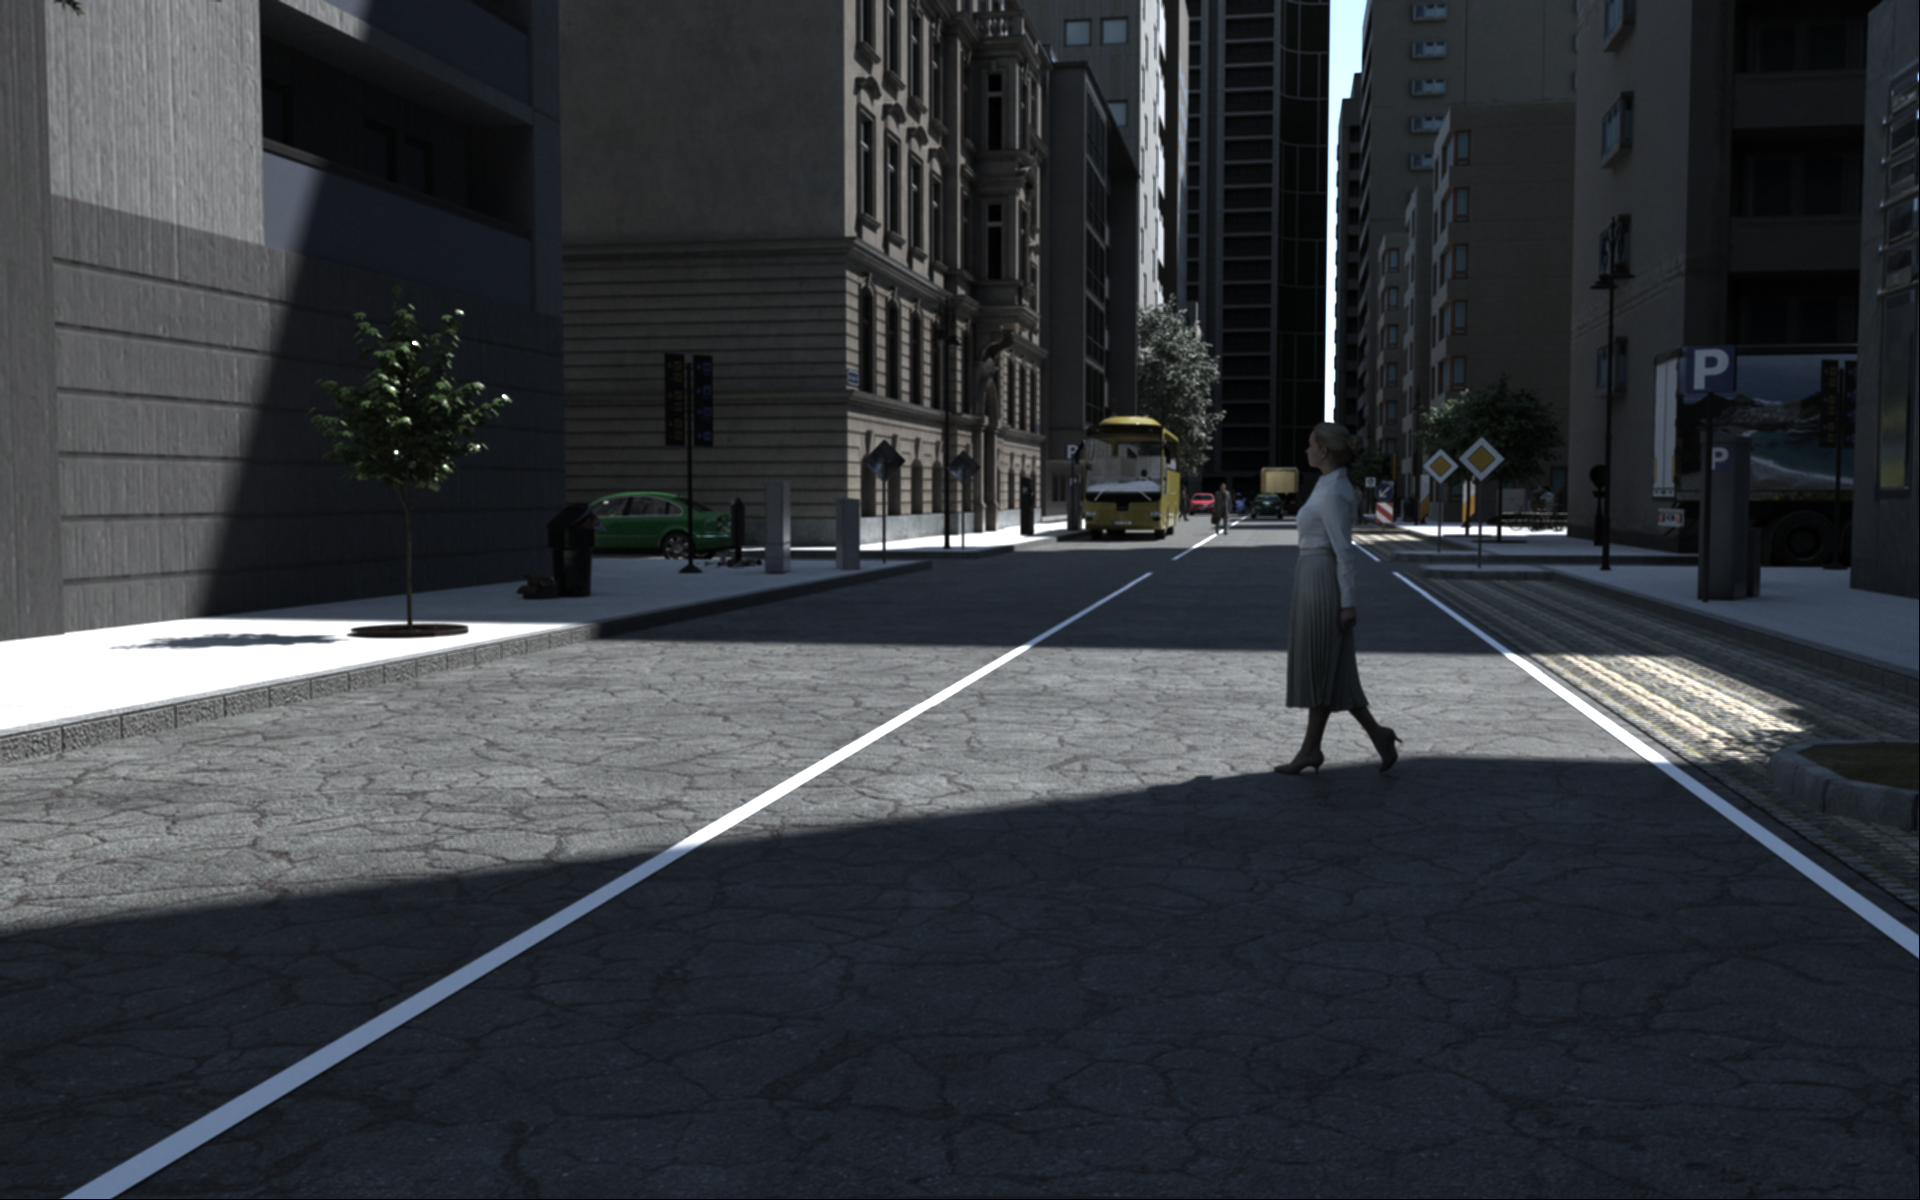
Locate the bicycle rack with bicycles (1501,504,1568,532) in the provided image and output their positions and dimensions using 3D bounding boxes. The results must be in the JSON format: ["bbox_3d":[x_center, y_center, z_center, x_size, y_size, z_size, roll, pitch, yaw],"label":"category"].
[{"bbox_3d":[20.291,-2.865,60.226,2.925,0.926,2.852,-1,4,-18],"label":"bicycle rack with bicycles"}]

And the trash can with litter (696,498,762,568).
[{"bbox_3d":[-4.123,-1.222,31.045,1.678,1.210,2.233,0,4,-1],"label":"trash can with litter"}]

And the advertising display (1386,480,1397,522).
[{"bbox_3d":[19.966,-4.583,80.152,0.123,1.923,0.974,0,4,-7],"label":"advertising display"}]

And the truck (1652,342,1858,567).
[{"bbox_3d":[19.227,-2.676,32.673,11.283,4.237,2.839,1,4,12],"label":"truck"}]

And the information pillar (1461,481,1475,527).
[{"bbox_3d":[19.619,-4.613,66.781,0.504,3.616,0.183,-1,4,-10],"label":"information pillar"}]

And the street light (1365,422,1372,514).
[{"bbox_3d":[26.040,-8.414,110.364,0.468,5.910,1.993,1,4,11],"label":"street light"}]

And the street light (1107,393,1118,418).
[{"bbox_3d":[7.021,-6.529,79.533,0.468,5.910,1.993,1,4,11],"label":"street light"}]

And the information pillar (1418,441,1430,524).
[{"bbox_3d":[19.930,-5.071,74.270,0.504,3.616,0.183,-2,4,-32],"label":"information pillar"}]

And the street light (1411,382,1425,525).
[{"bbox_3d":[18.942,-6.052,71.736,0.468,5.910,1.993,1,4,11],"label":"street light"}]

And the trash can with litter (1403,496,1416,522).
[{"bbox_3d":[20.617,-4.154,79.305,0.624,1.170,1.055,1,4,9],"label":"trash can with litter"}]

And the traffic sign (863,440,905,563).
[{"bbox_3d":[-1.399,-1.732,31.956,0.795,2.450,0.064,1,4,11],"label":"traffic sign"}]

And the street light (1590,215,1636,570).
[{"bbox_3d":[10.886,-3.440,29.029,0.468,5.910,1.993,1,4,11],"label":"street light"}]

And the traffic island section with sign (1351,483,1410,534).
[{"bbox_3d":[15.053,-3.270,62.090,1.989,1.847,2.006,1,4,11],"label":"traffic island section with sign"}]

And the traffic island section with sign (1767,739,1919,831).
[{"bbox_3d":[4.910,0.042,7.948,1.989,1.847,2.006,1,4,11],"label":"traffic island section with sign"}]

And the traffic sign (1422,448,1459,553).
[{"bbox_3d":[10.482,-2.092,37.840,0.795,2.450,0.064,1,4,11],"label":"traffic sign"}]

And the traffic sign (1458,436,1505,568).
[{"bbox_3d":[9.011,-1.612,29.991,0.795,2.450,0.064,1,4,11],"label":"traffic sign"}]

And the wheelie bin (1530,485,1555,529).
[{"bbox_3d":[21.131,-3.358,62.810,0.693,1.594,0.980,-3,4,-37],"label":"wheelie bin"}]

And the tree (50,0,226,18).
[{"bbox_3d":[-6.486,-4.465,7.423,8.767,10.594,7.601,1,4,19],"label":"tree"}]

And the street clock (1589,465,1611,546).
[{"bbox_3d":[15.837,-2.345,42.905,0.471,2.002,0.358,1,4,11],"label":"street clock"}]

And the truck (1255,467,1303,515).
[{"bbox_3d":[22.769,-7.803,123.508,3.469,3.379,9.791,1,4,10],"label":"truck"}]

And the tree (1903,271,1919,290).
[{"bbox_3d":[7.578,-1.636,10.464,4.285,4.588,4.351,0,3,0],"label":"tree"}]

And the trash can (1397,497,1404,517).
[{"bbox_3d":[24.587,-5.213,96.882,0.748,1.137,0.748,0,3,0],"label":"trash can"}]

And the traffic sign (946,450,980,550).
[{"bbox_3d":[0.073,-2.212,39.805,0.795,2.450,0.064,1,4,11],"label":"traffic sign"}]

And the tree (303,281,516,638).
[{"bbox_3d":[-5.145,-1.306,15.950,1.663,3.219,1.824,0,3,0],"label":"tree"}]

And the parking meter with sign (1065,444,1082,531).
[{"bbox_3d":[4.036,-3.958,60.981,0.543,3.016,1.738,1,4,9],"label":"parking meter with sign"}]

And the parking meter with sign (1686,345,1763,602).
[{"bbox_3d":[9.358,-1.520,21.109,0.543,3.016,1.738,3,4,38],"label":"parking meter with sign"}]

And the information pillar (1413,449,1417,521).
[{"bbox_3d":[21.349,-5.494,81.174,0.183,3.616,0.504,2,4,32],"label":"information pillar"}]

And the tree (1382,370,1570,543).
[{"bbox_3d":[14.400,-3.803,45.896,4.285,4.588,4.351,0,3,0],"label":"tree"}]

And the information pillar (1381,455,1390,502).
[{"bbox_3d":[25.211,-6.799,102.524,0.504,3.616,0.183,-1,4,-12],"label":"information pillar"}]

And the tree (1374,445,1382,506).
[{"bbox_3d":[15.387,-4.219,52.688,4.285,4.588,4.351,0,3,0],"label":"tree"}]

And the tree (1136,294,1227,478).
[{"bbox_3d":[11.925,-12.413,109.615,9.857,13.997,8.962,0,3,0],"label":"tree"}]

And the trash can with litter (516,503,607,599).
[{"bbox_3d":[-4.945,-0.617,21.475,0.624,1.170,1.055,2,4,32],"label":"trash can with litter"}]

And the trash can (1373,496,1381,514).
[{"bbox_3d":[25.903,-5.828,106.937,0.748,1.137,0.748,0,3,0],"label":"trash can"}]

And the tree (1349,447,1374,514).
[{"bbox_3d":[27.231,-7.934,113.437,4.285,4.588,4.351,0,3,0],"label":"tree"}]

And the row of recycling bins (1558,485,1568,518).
[{"bbox_3d":[26.191,-4.096,74.085,1.069,1.692,3.534,1,4,16],"label":"row of recycling bins"}]

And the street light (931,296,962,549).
[{"bbox_3d":[-0.305,-4.140,40.470,0.468,5.910,1.993,1,4,11],"label":"street light"}]

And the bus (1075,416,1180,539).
[{"bbox_3d":[5.904,-4.086,58.350,2.896,3.916,12.252,1,4,9],"label":"bus"}]

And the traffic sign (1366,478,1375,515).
[{"bbox_3d":[24.962,-6.312,105.334,0.606,2.300,0.079,1,4,18],"label":"traffic sign"}]
